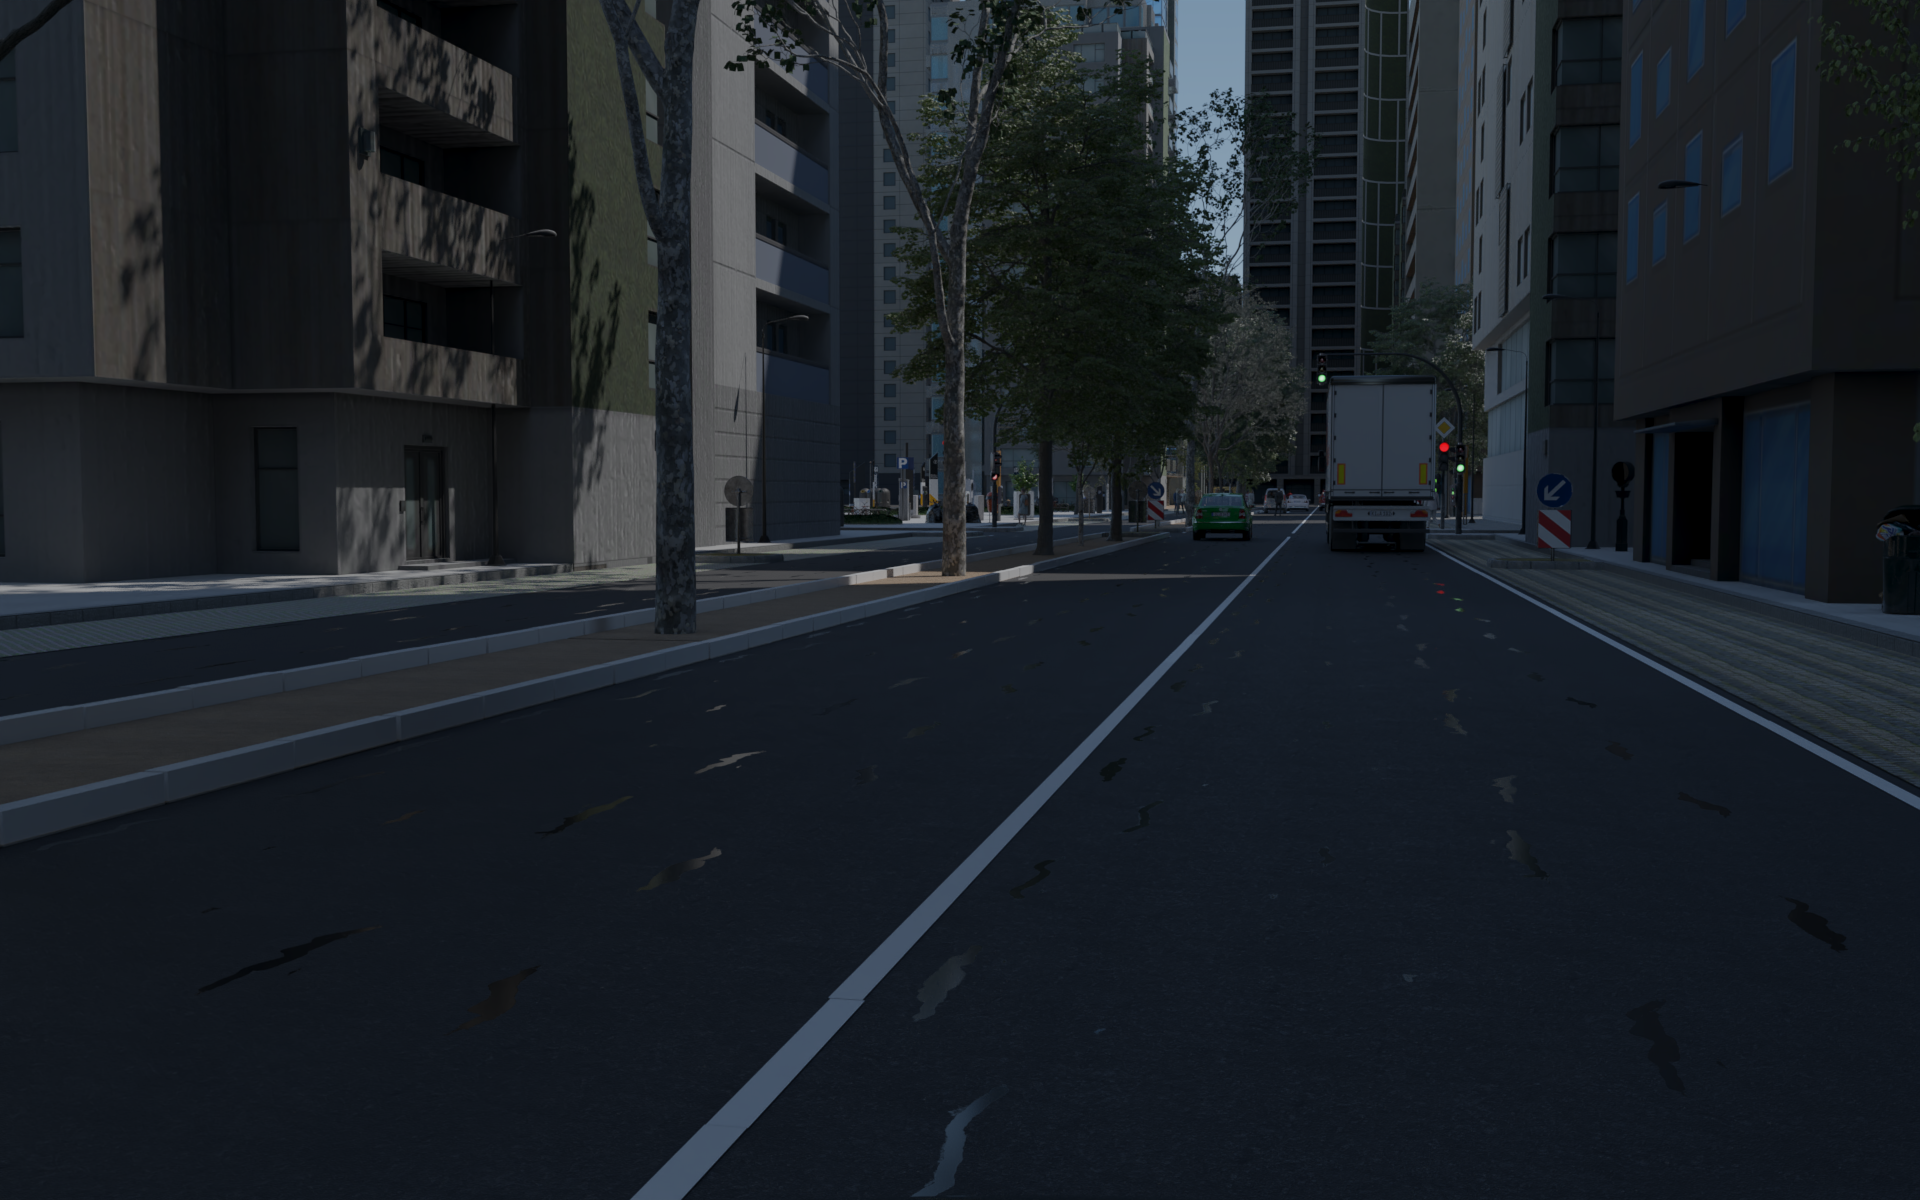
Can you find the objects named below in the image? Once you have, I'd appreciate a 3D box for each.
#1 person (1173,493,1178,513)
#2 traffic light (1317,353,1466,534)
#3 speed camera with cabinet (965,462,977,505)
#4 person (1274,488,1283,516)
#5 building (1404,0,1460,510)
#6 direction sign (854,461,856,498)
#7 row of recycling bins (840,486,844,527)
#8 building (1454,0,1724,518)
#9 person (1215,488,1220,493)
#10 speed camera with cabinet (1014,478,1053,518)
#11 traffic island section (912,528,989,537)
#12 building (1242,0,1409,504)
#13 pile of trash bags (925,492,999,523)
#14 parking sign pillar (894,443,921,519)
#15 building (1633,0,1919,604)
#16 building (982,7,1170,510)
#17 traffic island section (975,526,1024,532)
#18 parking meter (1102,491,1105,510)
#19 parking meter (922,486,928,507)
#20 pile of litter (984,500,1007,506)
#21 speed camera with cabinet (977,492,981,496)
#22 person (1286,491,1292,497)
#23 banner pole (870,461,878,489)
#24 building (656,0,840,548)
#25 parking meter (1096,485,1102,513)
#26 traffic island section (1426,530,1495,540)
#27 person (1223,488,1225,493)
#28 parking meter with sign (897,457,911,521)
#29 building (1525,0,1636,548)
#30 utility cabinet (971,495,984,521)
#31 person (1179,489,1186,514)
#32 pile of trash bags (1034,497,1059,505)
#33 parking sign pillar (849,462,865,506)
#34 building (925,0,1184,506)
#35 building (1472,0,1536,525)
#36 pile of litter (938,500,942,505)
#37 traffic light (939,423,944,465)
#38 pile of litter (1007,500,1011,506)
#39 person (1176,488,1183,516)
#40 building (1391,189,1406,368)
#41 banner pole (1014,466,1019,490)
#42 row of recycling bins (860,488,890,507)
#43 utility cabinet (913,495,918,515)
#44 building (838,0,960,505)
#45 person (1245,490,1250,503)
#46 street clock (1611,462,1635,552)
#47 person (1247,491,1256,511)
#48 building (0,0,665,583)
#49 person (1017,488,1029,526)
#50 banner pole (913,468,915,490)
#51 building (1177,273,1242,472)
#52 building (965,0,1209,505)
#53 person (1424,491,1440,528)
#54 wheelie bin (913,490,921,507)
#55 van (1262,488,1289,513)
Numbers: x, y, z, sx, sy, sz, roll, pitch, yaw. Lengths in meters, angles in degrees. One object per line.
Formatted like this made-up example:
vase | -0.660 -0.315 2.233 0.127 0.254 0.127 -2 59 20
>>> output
person | 16.483 -7.528 131.761 0.721 1.800 0.419 -3 5 -40
traffic light | 13.863 -4.951 55.620 4.771 5.953 1.251 1 4 12
speed camera with cabinet | 0.324 -6.741 104.551 0.660 3.252 2.038 1 4 12
person | 20.710 -6.391 112.775 0.659 1.850 0.755 -1 4 -12
building | 48.916 -31.927 145.711 21.300 48.544 21.600 1 4 12
direction sign | -7.327 -7.857 120.459 0.379 3.537 0.876 -1 4 -10
row of recycling bins | -5.528 -3.797 69.200 1.069 1.692 3.534 -2 4 -24
building | 39.965 -28.293 112.698 14.600 45.320 14.200 1 4 12
person | 15.790 -5.940 105.804 0.709 1.800 0.728 2 4 28
speed camera with cabinet | 3.931 -6.024 92.832 2.038 3.252 0.660 -1 4 -15
traffic island section | -0.359 -2.240 58.912 2.009 0.180 2.903 1 4 12
building | 48.196 -48.337 228.557 20.611 71.187 20.563 1 4 12
pile of trash bags | 0.266 -4.098 76.760 3.447 1.369 1.912 -2 4 -32
parking sign pillar | -2.800 -6.298 91.441 1.447 3.967 1.447 -1 4 -14
building | 17.982 -22.875 24.111 14.600 45.320 14.200 1 4 12
building | 10.138 -28.424 148.331 14.154 41.232 14.086 1 4 12
traffic island section | 1.311 -2.718 66.721 2.009 0.180 2.903 1 4 12
parking meter | 11.197 -7.783 135.657 0.372 1.533 0.369 0 3 0
parking meter | -2.471 -7.109 121.943 0.255 1.863 0.399 -2 4 -27
pile of litter | 2.374 -7.201 131.704 1.719 0.858 1.176 -1 4 -15
speed camera with cabinet | 1.155 -9.037 142.089 0.660 3.252 2.038 1 4 20
person | 38.737 -11.938 203.618 1.348 1.831 0.705 0 4 -3
banner pole | -6.632 -8.729 132.737 0.863 3.779 0.401 1 4 13
building | -18.363 -31.119 50.801 28.212 58.520 21.231 1 4 12
parking meter | 9.227 -6.680 114.922 0.399 1.863 0.255 0 4 -8
traffic island section | 15.964 -2.027 55.429 2.009 0.180 2.903 1 4 12
person | 16.994 -6.308 111.907 0.678 1.792 0.850 2 4 25
parking meter with sign | -2.658 -5.311 83.098 0.543 3.016 1.738 0 4 4
building | 22.495 -16.790 46.214 14.160 30.474 14.107 1 4 12
utility cabinet | 0.909 -4.459 84.068 0.306 1.237 1.020 -1 4 -11
person | 15.970 -7.057 124.373 0.782 1.767 0.515 3 5 43
pile of trash bags | 6.642 -7.549 133.179 1.912 1.369 3.447 0 4 -4
parking sign pillar | -8.594 -9.561 144.786 1.447 3.967 1.447 -1 4 -13
building | 9.613 -33.731 171.108 23.786 49.044 30.456 1 4 12
building | 36.151 -29.531 72.064 27.495 52.752 28.713 1 4 12
pile of litter | -1.863 -7.686 139.627 1.176 0.858 1.719 -3 5 -42
traffic light | -0.322 -4.272 58.769 0.839 4.253 0.868 1 4 12
pile of litter | 3.860 -7.469 136.075 1.719 0.858 1.176 0 4 1
person | 14.178 -6.312 111.885 0.526 1.800 0.537 2 4 32
building | 48.826 -24.037 164.709 14.160 30.474 14.107 1 4 12
banner pole | 4.636 -8.988 136.968 0.863 3.779 0.401 0 4 -5
row of recycling bins | -6.004 -7.053 122.433 1.069 1.692 3.534 -2 4 -31
utility cabinet | -2.848 -5.149 95.355 1.020 1.237 0.306 1 4 18
building | -11.748 -47.305 211.694 20.611 71.187 20.563 1 4 12
person | 21.812 -7.481 131.647 0.643 1.720 0.563 -1 4 -23
street clock | 14.777 -2.083 38.630 0.358 2.002 0.471 -2 4 -31
person | 21.874 -7.433 130.389 0.694 1.780 0.624 2 4 35
building | -14.417 -15.823 30.407 14.160 30.474 14.107 1 4 12
person | 2.792 -4.087 76.325 0.522 1.701 0.512 2 4 34
banner pole | -4.118 -9.411 143.881 0.863 3.779 0.401 1 4 14
building | 30.128 -28.041 230.179 14.107 30.474 14.160 1 4 12
building | 13.643 -54.655 206.284 31.000 86.520 22.319 1 4 12
person | 18.039 -3.527 66.045 0.514 1.842 0.818 -2 4 -31
wheelie bin | -3.597 -7.860 136.424 0.980 1.594 0.693 0 4 -7
van | 23.704 -7.528 130.098 2.013 2.044 4.112 1 4 11
